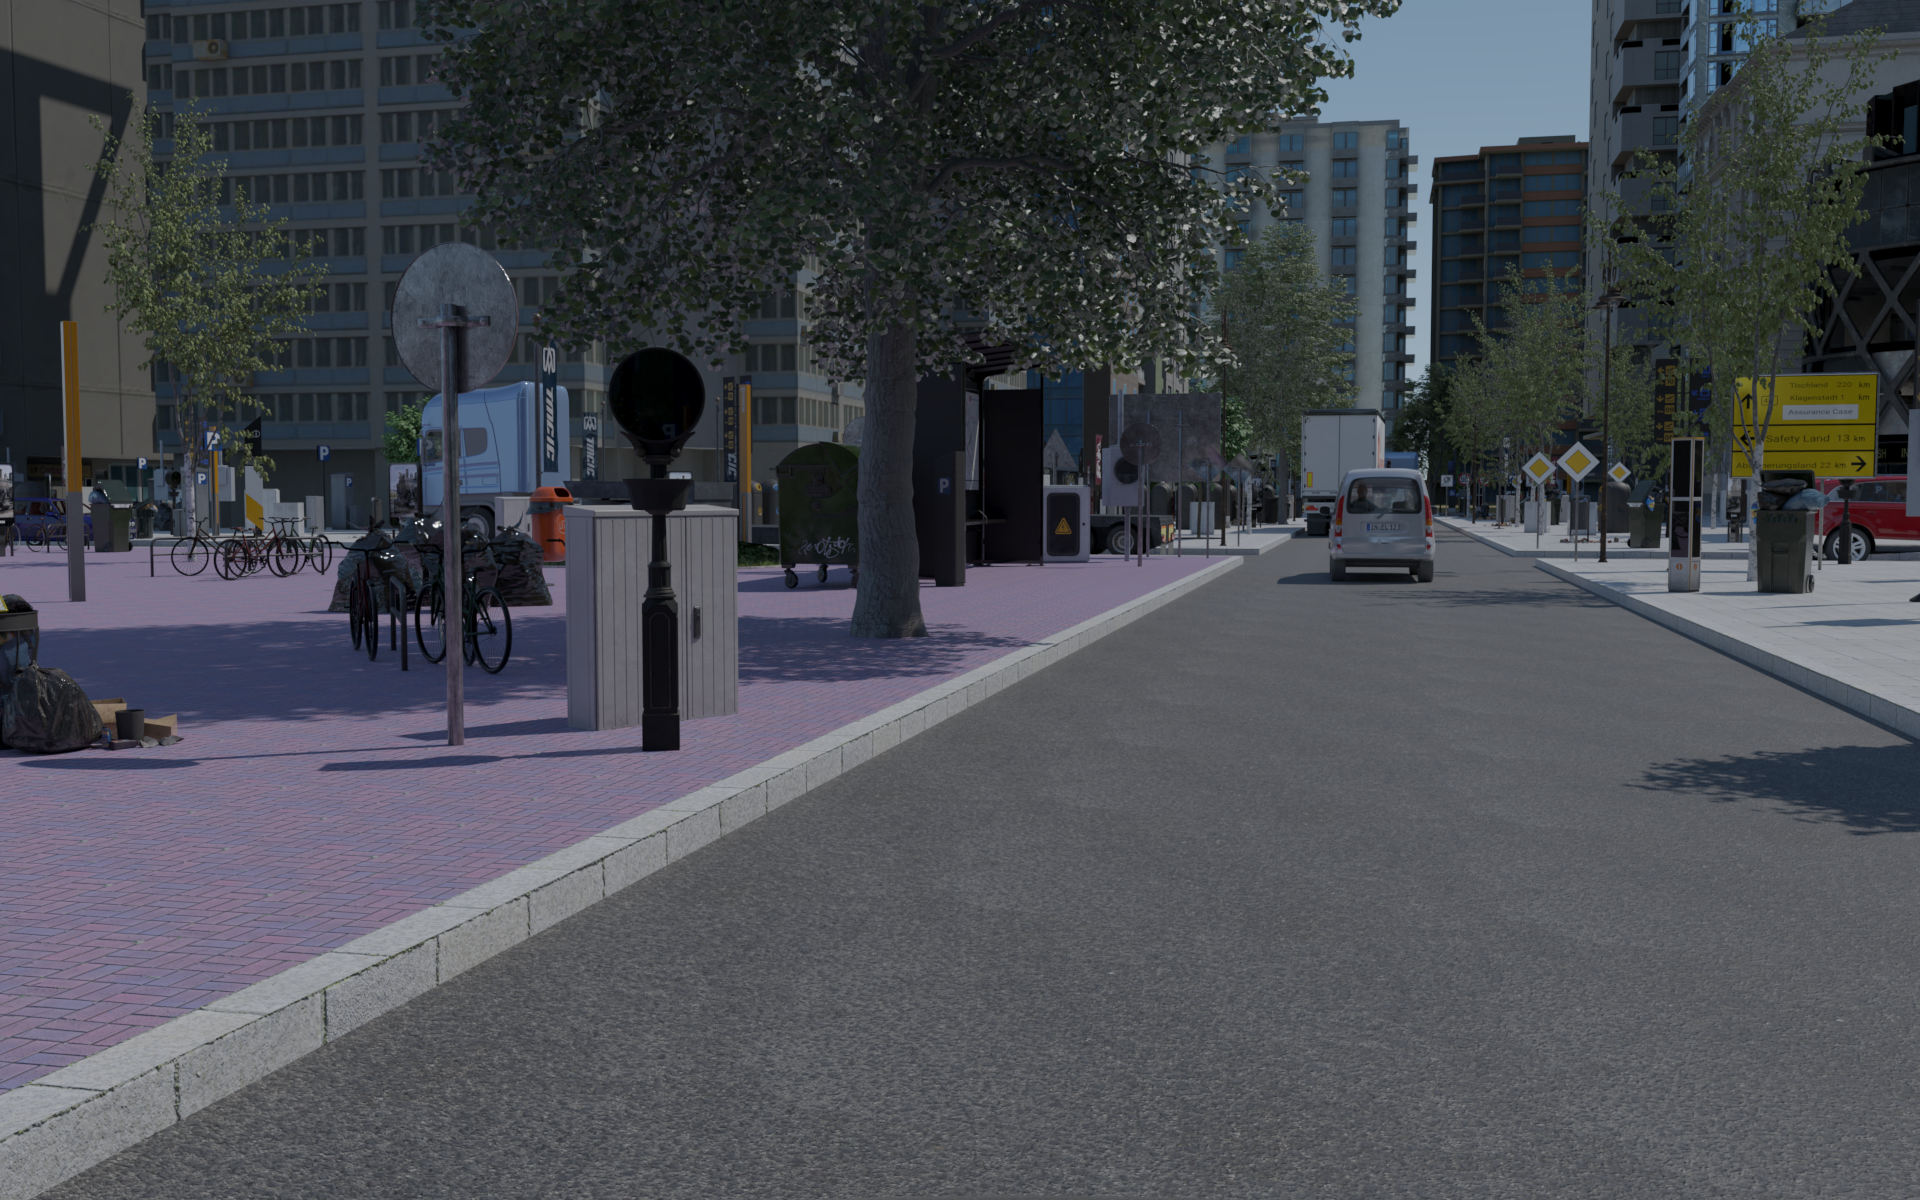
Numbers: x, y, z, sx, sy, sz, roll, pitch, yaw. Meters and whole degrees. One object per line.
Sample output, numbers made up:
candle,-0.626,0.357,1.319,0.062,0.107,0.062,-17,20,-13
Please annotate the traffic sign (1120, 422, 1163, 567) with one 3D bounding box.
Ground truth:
traffic sign,3.184,-1.865,30.591,0.768,2.556,0.104,1,4,16

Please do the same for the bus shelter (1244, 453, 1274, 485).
bus shelter,17.613,-6.838,103.079,1.731,3.624,6.357,1,4,14

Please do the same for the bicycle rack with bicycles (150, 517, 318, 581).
bicycle rack with bicycles,-11.096,-0.842,27.152,2.852,0.926,2.925,2,4,31

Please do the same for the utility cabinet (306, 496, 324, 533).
utility cabinet,-21.385,-2.831,57.442,0.306,1.237,1.020,-3,4,-36

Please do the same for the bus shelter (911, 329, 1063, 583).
bus shelter,0.291,-2.239,27.893,1.731,3.624,6.357,1,4,14

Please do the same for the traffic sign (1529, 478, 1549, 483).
traffic sign,26.568,-4.863,79.508,0.884,2.594,0.081,1,4,15

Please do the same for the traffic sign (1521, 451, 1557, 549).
traffic sign,13.548,-2.259,40.570,0.795,2.450,0.064,1,4,13

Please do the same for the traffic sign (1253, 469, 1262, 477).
traffic sign,14.895,-5.348,87.550,0.768,2.556,0.104,1,4,23

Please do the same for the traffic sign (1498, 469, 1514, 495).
traffic sign,25.930,-5.030,82.339,0.768,2.556,0.104,1,4,20

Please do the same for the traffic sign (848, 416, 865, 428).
traffic sign,-1.587,-1.729,28.380,0.768,2.556,0.104,1,4,22

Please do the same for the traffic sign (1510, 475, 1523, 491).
traffic sign,33.553,-6.326,104.613,0.795,2.450,0.064,1,4,20

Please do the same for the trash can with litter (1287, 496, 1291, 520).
trash can with litter,15.961,-4.586,86.365,1.055,1.170,0.624,0,4,1

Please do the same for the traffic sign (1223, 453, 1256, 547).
traffic sign,6.800,-2.359,42.205,0.795,2.450,0.064,1,4,13

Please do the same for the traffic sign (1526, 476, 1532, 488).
traffic sign,31.553,-5.717,95.595,0.606,2.300,0.079,1,4,20

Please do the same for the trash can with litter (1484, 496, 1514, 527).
trash can with litter,21.812,-3.553,69.151,1.678,1.210,2.233,1,4,23

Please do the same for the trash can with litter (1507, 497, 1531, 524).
trash can with litter,24.150,-3.870,74.658,1.055,1.170,0.624,0,4,1

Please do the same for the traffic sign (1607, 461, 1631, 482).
traffic sign,23.331,-3.679,61.343,0.795,2.450,0.064,1,4,22

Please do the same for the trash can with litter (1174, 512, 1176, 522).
trash can with litter,9.885,-4.213,79.943,2.233,1.210,1.678,-2,4,-33

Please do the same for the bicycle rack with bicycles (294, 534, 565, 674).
bicycle rack with bicycles,-3.582,-0.006,13.475,2.852,0.926,2.925,-1,4,-19

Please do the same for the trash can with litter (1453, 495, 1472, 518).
trash can with litter,28.042,-5.163,95.468,1.678,1.210,2.233,1,4,22

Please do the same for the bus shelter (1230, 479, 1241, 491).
bus shelter,12.732,-5.745,85.212,1.731,3.624,6.357,1,4,14

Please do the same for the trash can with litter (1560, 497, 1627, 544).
trash can with litter,16.717,-2.110,45.561,2.233,1.210,1.678,-1,4,-10

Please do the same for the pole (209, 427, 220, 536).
pole,-22.557,-3.582,52.404,0.158,3.312,0.155,0,3,0

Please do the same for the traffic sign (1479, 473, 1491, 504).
traffic sign,32.384,-6.531,106.883,0.768,2.556,0.104,1,4,21

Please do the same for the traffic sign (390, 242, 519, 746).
traffic sign,-2.579,-0.531,8.782,0.768,2.556,0.104,1,4,20

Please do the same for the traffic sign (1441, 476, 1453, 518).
traffic sign,26.261,-5.586,93.458,0.606,2.300,0.079,1,4,14

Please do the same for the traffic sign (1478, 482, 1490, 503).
traffic sign,33.630,-6.809,111.335,0.884,2.594,0.081,1,4,20

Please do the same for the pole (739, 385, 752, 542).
pole,-4.009,-2.357,32.379,0.158,3.312,0.155,0,3,0

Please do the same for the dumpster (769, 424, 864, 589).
dumpster,-1.676,-1.322,24.113,1.502,2.255,1.985,1,4,13

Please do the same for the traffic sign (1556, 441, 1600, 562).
traffic sign,11.684,-1.784,32.805,0.795,2.450,0.064,1,4,13

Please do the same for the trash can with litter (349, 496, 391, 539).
trash can with litter,-17.184,-2.410,50.468,1.678,1.210,2.233,0,4,-5

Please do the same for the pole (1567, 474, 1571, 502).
pole,30.249,-5.637,86.009,0.158,3.312,0.155,0,3,0

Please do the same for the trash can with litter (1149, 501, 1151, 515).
trash can with litter,10.769,-5.253,97.270,1.055,1.170,0.624,3,4,36

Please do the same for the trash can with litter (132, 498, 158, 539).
trash can with litter,-23.434,-2.315,49.238,1.055,1.170,0.624,-3,5,-42

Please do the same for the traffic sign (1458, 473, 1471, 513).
traffic sign,30.295,-6.358,104.064,0.768,2.556,0.104,1,4,21

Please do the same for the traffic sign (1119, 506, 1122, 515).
traffic sign,4.266,-2.808,46.023,0.768,2.556,0.104,1,4,18

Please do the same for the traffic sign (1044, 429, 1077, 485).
traffic sign,1.895,-2.119,34.649,0.884,2.594,0.081,1,4,20

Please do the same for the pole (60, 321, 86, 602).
pole,-10.533,-1.635,20.568,0.158,3.312,0.155,0,3,0

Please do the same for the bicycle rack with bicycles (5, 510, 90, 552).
bicycle rack with bicycles,-21.042,-1.551,38.737,2.852,0.926,2.925,0,4,1

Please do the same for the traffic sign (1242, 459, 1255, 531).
traffic sign,9.761,-3.638,59.588,0.768,2.556,0.104,1,4,15

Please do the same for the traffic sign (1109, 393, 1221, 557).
traffic sign,4.135,-2.521,35.097,2.265,3.308,0.079,1,4,15

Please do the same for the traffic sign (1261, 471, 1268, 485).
traffic sign,16.883,-5.931,97.081,0.768,2.556,0.104,1,4,16

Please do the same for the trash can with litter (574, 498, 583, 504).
trash can with litter,-12.667,-2.928,58.935,2.233,1.210,1.678,-3,5,-42

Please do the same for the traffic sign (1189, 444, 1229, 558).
traffic sign,4.935,-1.884,34.440,0.795,2.450,0.064,1,4,13

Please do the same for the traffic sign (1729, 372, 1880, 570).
traffic sign,14.193,-2.161,29.201,2.265,3.308,0.079,1,4,17
